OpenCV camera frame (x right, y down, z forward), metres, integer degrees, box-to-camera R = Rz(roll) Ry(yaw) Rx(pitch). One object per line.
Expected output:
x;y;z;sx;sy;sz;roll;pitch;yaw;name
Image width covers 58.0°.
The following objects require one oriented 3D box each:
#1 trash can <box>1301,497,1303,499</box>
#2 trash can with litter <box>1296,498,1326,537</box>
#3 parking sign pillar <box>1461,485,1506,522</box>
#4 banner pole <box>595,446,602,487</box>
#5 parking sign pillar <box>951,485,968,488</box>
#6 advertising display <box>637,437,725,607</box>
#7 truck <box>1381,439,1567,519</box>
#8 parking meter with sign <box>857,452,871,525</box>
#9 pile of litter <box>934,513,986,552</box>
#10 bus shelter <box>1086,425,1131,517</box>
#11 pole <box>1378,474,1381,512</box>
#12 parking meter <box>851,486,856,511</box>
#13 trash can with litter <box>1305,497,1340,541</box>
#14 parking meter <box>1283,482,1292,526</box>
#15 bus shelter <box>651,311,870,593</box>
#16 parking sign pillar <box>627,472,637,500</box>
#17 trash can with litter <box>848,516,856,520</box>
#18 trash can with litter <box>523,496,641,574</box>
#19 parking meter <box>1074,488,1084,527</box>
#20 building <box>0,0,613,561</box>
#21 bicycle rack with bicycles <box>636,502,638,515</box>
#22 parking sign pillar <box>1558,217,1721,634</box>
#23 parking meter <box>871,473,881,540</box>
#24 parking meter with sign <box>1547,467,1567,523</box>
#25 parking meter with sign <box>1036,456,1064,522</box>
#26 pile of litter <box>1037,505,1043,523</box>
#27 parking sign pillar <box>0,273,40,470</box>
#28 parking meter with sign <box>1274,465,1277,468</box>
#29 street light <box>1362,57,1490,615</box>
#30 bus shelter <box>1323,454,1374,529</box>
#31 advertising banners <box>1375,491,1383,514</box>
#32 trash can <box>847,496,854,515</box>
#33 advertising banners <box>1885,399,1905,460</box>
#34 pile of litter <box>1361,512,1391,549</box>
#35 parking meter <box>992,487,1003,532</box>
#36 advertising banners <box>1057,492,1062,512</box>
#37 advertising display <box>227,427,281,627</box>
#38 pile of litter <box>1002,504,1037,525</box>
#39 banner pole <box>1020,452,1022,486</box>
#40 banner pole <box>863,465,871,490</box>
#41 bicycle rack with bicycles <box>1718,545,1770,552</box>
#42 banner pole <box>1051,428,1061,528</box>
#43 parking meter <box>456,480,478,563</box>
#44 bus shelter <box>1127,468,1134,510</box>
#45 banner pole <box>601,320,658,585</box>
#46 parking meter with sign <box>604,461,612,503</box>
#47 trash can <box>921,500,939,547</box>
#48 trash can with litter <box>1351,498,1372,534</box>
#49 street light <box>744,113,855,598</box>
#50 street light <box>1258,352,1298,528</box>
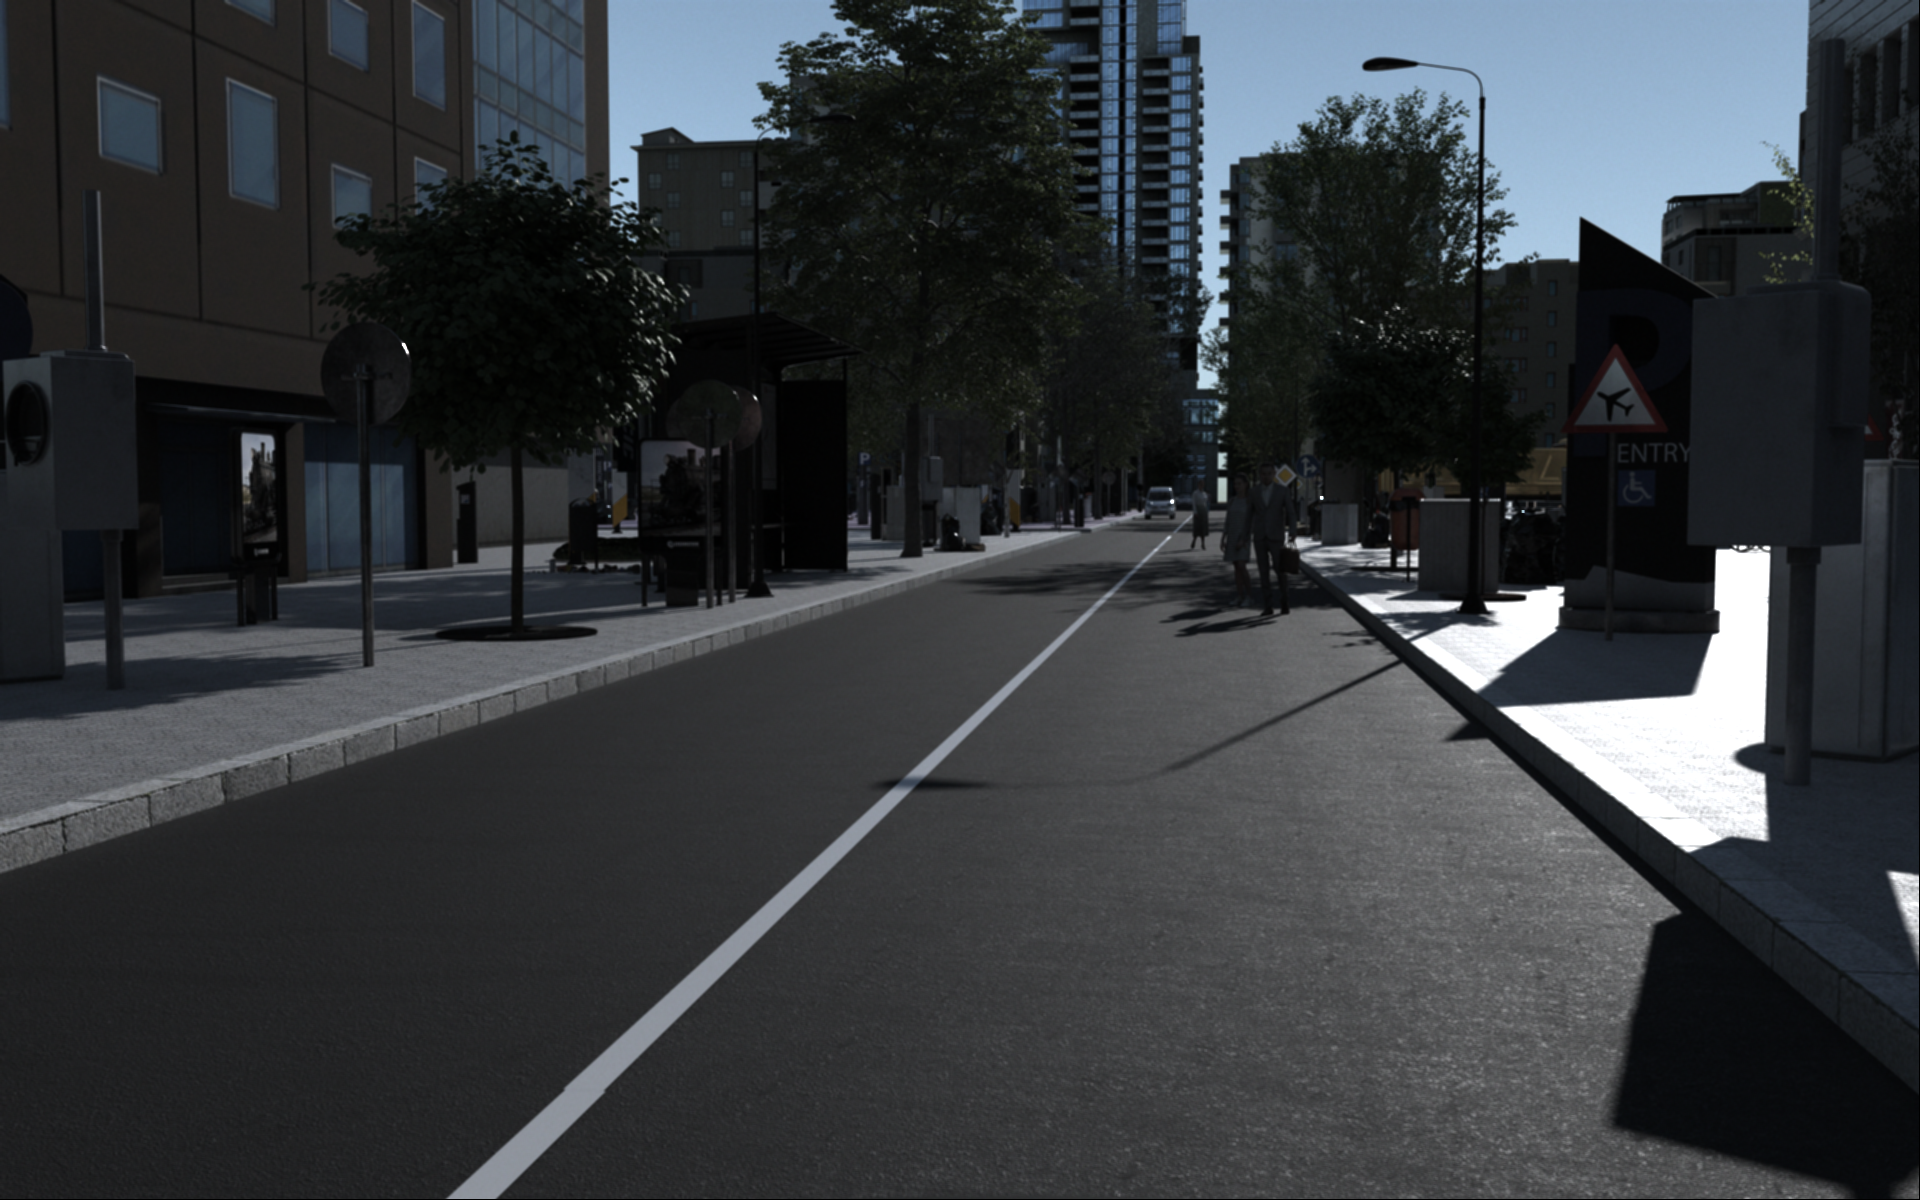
19.794;-5.337;98.917;0.748;1.137;0.748;0;3;0;trash can
10.577;-2.508;52.387;0.624;1.170;1.055;-3;5;-44;trash can with litter
15.910;-3.924;52.623;1.447;3.967;1.447;1;4;20;parking sign pillar
-16.175;-5.407;78.429;0.863;3.779;0.401;1;4;18;banner pole
0.008;-8.066;120.345;1.447;3.967;1.447;2;4;29;parking sign pillar
-3.187;-0.891;19.788;0.974;1.923;0.123;-1;4;-13;advertising display
19.631;-3.896;59.631;9.791;3.379;3.469;1;4;8;truck
-4.054;-4.664;72.512;0.543;3.016;1.738;0;4;-8;parking meter with sign
0.003;-1.540;39.138;1.176;0.858;1.719;0;4;-5;pile of litter
8.661;-7.550;101.067;2.179;5.291;8.768;1;4;8;bus shelter
25.888;-6.912;106.856;0.158;3.312;0.155;0;3;0;pole
-7.918;-7.512;128.538;0.255;1.863;0.399;-3;4;-38;parking meter
10.719;-2.273;48.221;2.233;1.210;1.678;1;4;9;trash can with litter
13.011;-3.870;68.993;0.399;1.863;0.255;-3;5;-45;parking meter
-2.766;-2.089;25.436;1.731;3.624;6.357;1;4;8;bus shelter
-25.401;-8.970;135.123;1.447;3.967;1.447;0;4;8;parking sign pillar
-6.159;-4.591;86.119;2.233;1.210;1.678;1;4;16;trash can with litter
-5.872;-1.049;28.212;2.233;1.210;1.678;2;4;23;trash can with litter
4.608;-3.575;66.870;0.372;1.533;0.369;0;3;0;parking meter
-17.766;-23.945;41.606;14.200;45.320;14.600;1;4;8;building
-17.597;-5.291;99.893;2.925;0.926;2.852;3;5;45;bicycle rack with bicycles
6.502;-1.714;16.494;1.447;3.967;1.447;2;4;35;parking sign pillar
-2.296;-2.641;48.894;0.399;1.863;0.255;-2;4;-32;parking meter
17.478;-3.234;49.139;0.543;3.016;1.738;-2;4;-32;parking meter with sign
4.085;-5.136;80.240;0.543;3.016;1.738;-2;4;-34;parking meter with sign
3.130;-3.912;77.923;1.176;0.858;1.719;0;4;3;pile of litter
-8.754;-1.636;15.229;1.447;3.967;1.447;2;4;31;parking sign pillar
18.827;-6.577;103.795;0.543;3.016;1.738;0;4;4;parking meter with sign
4.983;-2.813;18.532;1.470;5.913;1.316;1;4;8;street light
14.901;-4.440;66.523;2.014;3.302;5.546;1;4;8;bus shelter
23.339;-6.155;96.825;2.074;3.025;0.090;-3;5;-44;advertising banners
-6.853;-5.742;105.530;0.748;1.137;0.748;0;3;0;trash can
17.384;-2.147;31.283;0.090;3.025;2.074;-1;4;-9;advertising banners
10.303;-1.678;41.397;1.719;0.858;1.176;-2;4;-24;pile of litter
1.249;-3.046;58.207;0.372;1.533;0.369;0;3;0;parking meter
7.033;-7.655;121.345;0.090;3.025;2.074;2;4;24;advertising banners
-6.979;-0.731;17.163;0.123;1.923;0.974;0;4;-1;advertising display
2.144;-3.624;73.216;1.719;0.858;1.176;-1;4;-21;pile of litter
3.509;-6.926;103.258;0.401;3.779;0.863;-2;4;-29;banner pole
-7.149;-8.693;132.151;0.863;3.779;0.401;-1;4;-18;banner pole
18.015;-1.543;38.606;2.852;0.926;2.925;-3;5;-44;bicycle rack with bicycles
3.697;-4.609;65.380;0.401;3.779;0.863;-1;4;-13;banner pole
-9.162;-1.455;32.200;0.372;1.533;0.369;0;3;0;parking meter
11.151;-7.829;121.933;2.014;3.302;5.546;1;4;8;bus shelter
-4.566;-2.103;24.401;0.401;3.779;0.863;2;4;30;banner pole
-18.231;-5.732;89.975;0.543;3.016;1.738;-1;4;-17;parking meter with sign
-0.873;-1.851;41.920;0.748;1.137;0.748;0;3;0;trash can
11.795;-2.426;51.047;0.624;1.170;1.055;2;4;23;trash can with litter
-1.973;-2.986;21.361;1.470;5.913;1.316;1;4;8;street light
10.462;-5.151;56.753;1.470;5.913;1.316;1;4;8;street light
